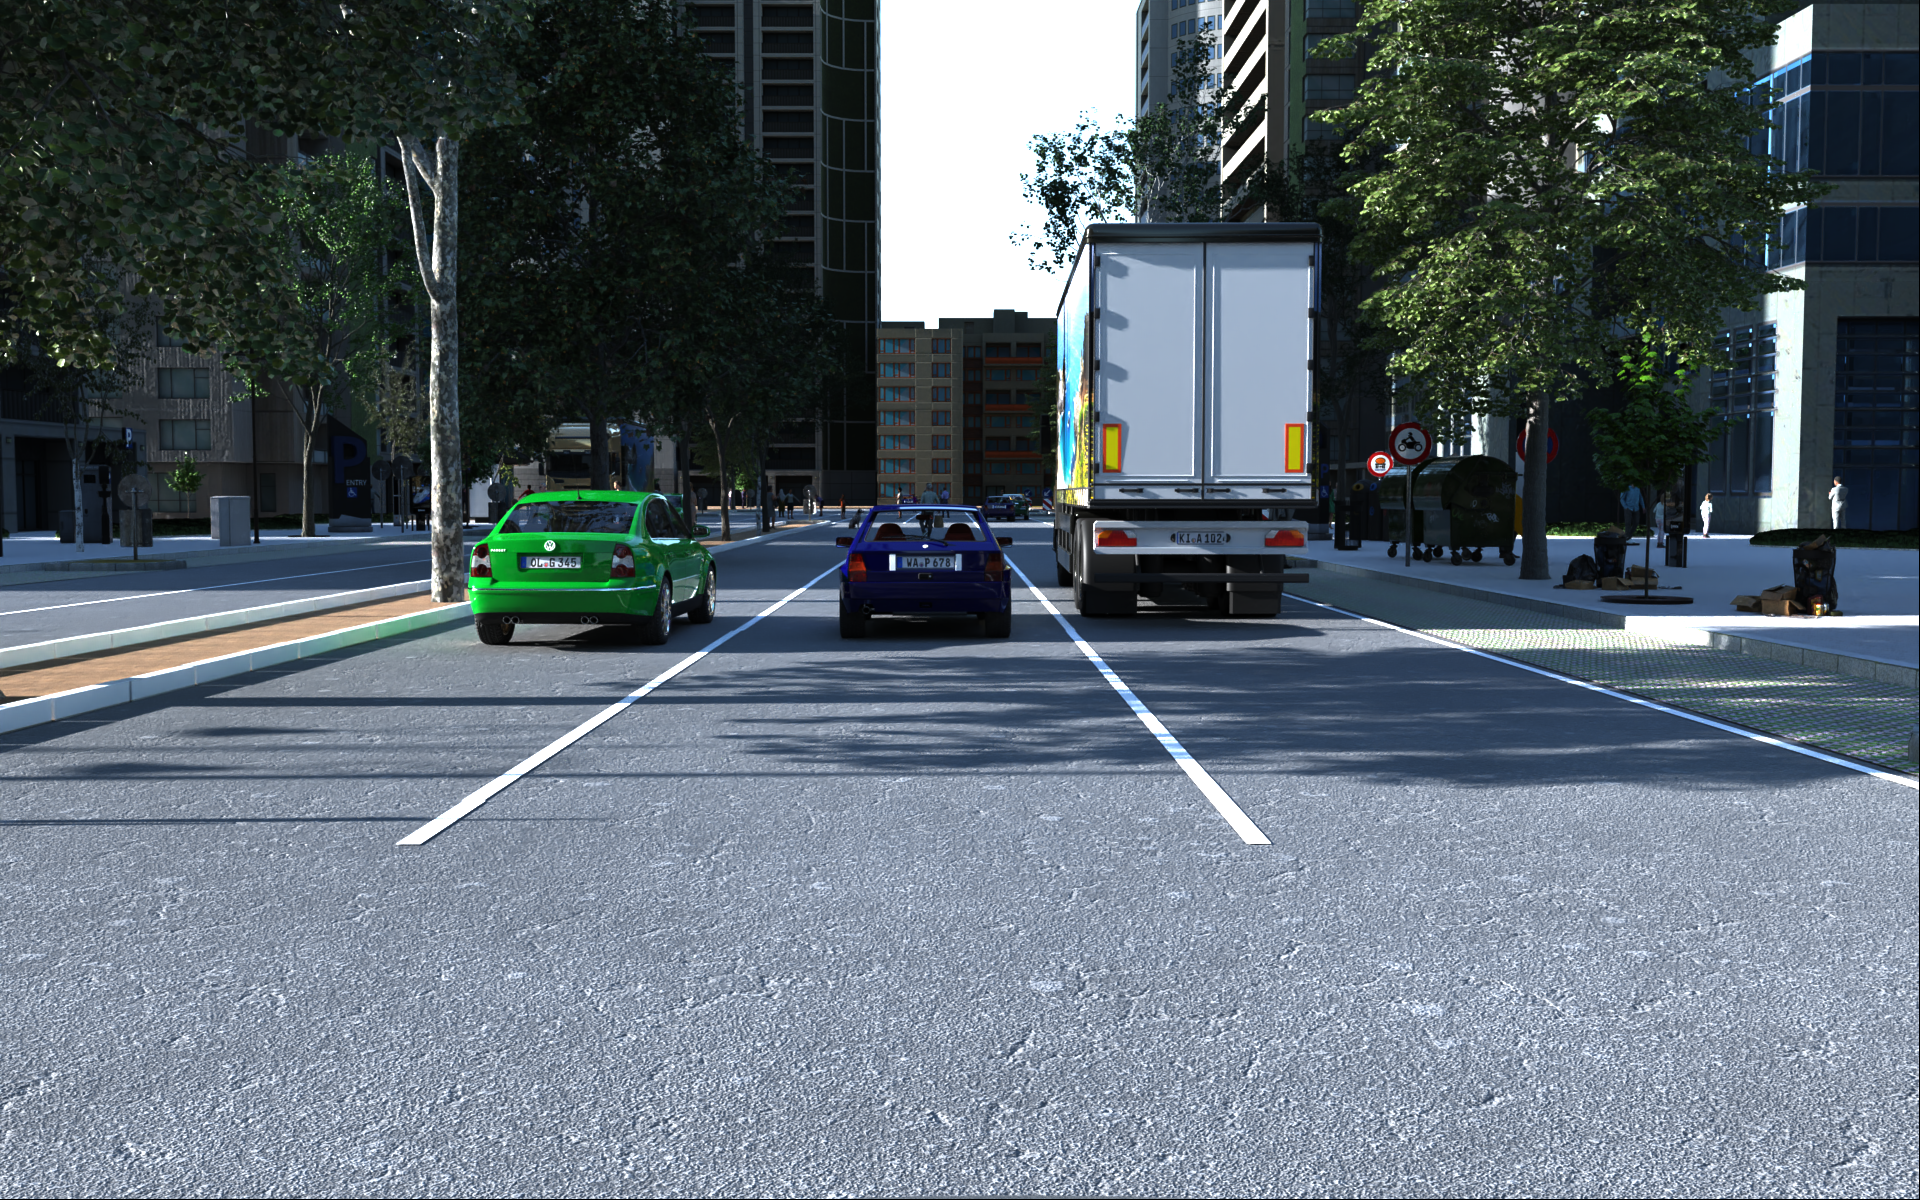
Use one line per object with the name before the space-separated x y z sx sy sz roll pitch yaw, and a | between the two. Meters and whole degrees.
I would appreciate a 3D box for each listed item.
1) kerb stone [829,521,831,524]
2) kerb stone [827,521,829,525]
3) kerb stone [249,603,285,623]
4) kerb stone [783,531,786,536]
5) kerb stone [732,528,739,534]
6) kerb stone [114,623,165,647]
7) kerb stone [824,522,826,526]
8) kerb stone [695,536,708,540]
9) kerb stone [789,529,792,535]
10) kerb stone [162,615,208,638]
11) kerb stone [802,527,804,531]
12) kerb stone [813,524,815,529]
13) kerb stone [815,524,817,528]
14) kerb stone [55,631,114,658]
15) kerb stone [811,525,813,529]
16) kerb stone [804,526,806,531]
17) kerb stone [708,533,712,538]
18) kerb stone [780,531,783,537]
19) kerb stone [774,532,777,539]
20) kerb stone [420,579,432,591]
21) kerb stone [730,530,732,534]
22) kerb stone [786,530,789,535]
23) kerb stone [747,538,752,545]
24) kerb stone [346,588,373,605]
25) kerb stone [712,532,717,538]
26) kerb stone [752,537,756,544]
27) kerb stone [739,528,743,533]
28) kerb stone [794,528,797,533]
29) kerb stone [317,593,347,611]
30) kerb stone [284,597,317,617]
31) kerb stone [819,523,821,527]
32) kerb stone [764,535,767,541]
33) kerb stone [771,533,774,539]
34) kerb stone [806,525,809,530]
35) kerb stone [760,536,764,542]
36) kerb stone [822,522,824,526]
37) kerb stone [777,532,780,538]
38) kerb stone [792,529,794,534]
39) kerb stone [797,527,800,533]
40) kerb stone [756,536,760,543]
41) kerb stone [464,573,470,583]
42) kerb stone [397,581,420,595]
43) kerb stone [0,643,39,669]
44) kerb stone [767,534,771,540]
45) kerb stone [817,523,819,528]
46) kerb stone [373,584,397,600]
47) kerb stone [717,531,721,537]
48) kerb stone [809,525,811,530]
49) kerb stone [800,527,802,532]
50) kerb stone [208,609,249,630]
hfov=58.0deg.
kerb stone | -6.196 -3.539 80.123 0.120 0.150 1.000 0 4 0
kerb stone | -6.194 -3.478 79.094 0.120 0.150 1.000 0 4 0
kerb stone | -7.919 0.160 19.598 0.120 0.150 1.000 0 4 0
kerb stone | -6.067 -2.225 58.568 0.120 0.150 1.000 0 4 0
kerb stone | -8.194 -2.476 62.674 0.120 0.150 1.000 0 4 0
kerb stone | -7.903 0.351 16.525 0.120 0.150 1.000 0 4 0
kerb stone | -6.184 -3.355 77.044 0.120 0.150 1.000 0 4 0
kerb stone | -8.140 -1.975 54.484 0.120 0.150 1.000 0 4 0
kerb stone | -6.080 -2.350 60.612 0.120 0.150 1.000 0 4 0
kerb stone | -7.917 0.285 17.547 0.120 0.150 1.000 0 4 0
kerb stone | -6.112 -2.660 65.749 0.120 0.150 1.000 0 4 0
kerb stone | -6.147 -2.978 70.879 0.120 0.150 1.000 0 4 0
kerb stone | -6.148 -3.037 71.908 0.120 0.150 1.000 0 4 0
kerb stone | -7.900 0.411 15.502 0.120 0.150 1.000 0 4 0
kerb stone | -6.129 -2.915 69.857 0.120 0.150 1.000 0 4 0
kerb stone | -6.120 -2.727 66.779 0.120 0.150 1.000 0 4 0
kerb stone | -8.147 -2.037 55.507 0.120 0.150 1.000 0 4 0
kerb stone | -6.063 -2.162 57.537 0.120 0.150 1.000 0 4 0
kerb stone | -6.039 -2.036 55.480 0.120 0.150 1.000 0 4 0
kerb stone | -7.954 -0.211 25.736 0.120 0.150 1.000 0 4 0
kerb stone | -8.181 -2.347 60.622 0.120 0.150 1.000 0 4 0
kerb stone | -6.076 -2.287 59.590 0.120 0.150 1.000 0 4 0
kerb stone | -5.999 -1.598 48.321 0.120 0.150 1.000 0 4 0
kerb stone | -7.941 -0.029 22.667 0.120 0.150 1.000 0 4 0
kerb stone | -8.155 -2.100 56.529 0.120 0.150 1.000 0 4 0
kerb stone | -6.010 -1.660 49.344 0.120 0.150 1.000 0 4 0
kerb stone | -8.190 -2.538 63.696 0.120 0.150 1.000 0 4 0
kerb stone | -6.099 -2.476 62.677 0.120 0.150 1.000 0 4 0
kerb stone | -7.933 0.036 21.645 0.120 0.150 1.000 0 4 0
kerb stone | -7.930 0.096 20.623 0.120 0.150 1.000 0 4 0
kerb stone | -6.159 -3.154 73.959 0.120 0.150 1.000 0 4 0
kerb stone | -6.028 -1.848 52.411 0.120 0.150 1.000 0 4 0
kerb stone | -6.035 -1.971 54.456 0.120 0.150 1.000 0 4 0
kerb stone | -6.124 -2.790 67.809 0.120 0.150 1.000 0 4 0
kerb stone | -6.017 -1.786 51.389 0.120 0.150 1.000 0 4 0
kerb stone | -6.181 -3.292 76.021 0.120 0.150 1.000 0 4 0
kerb stone | -6.051 -2.098 56.506 0.120 0.150 1.000 0 4 0
kerb stone | -6.091 -2.413 61.645 0.120 0.150 1.000 0 4 0
kerb stone | -6.093 -2.532 63.703 0.120 0.150 1.000 0 4 0
kerb stone | -6.017 -1.717 50.367 0.120 0.150 1.000 0 4 0
kerb stone | -7.966 -0.340 27.780 0.120 0.150 1.000 0 4 0
kerb stone | -7.954 -0.153 24.713 0.120 0.150 1.000 0 4 0
kerb stone | -7.887 0.475 14.474 0.120 0.150 1.000 0 4 0
kerb stone | -6.031 -1.908 53.434 0.120 0.150 1.000 0 4 0
kerb stone | -6.154 -3.101 72.931 0.120 0.150 1.000 0 4 0
kerb stone | -7.951 -0.090 23.690 0.120 0.150 1.000 0 4 0
kerb stone | -8.155 -2.158 57.551 0.120 0.150 1.000 0 4 0
kerb stone | -6.138 -2.848 68.835 0.120 0.150 1.000 0 4 0
kerb stone | -6.106 -2.601 64.725 0.120 0.150 1.000 0 4 0
kerb stone | -7.913 0.221 18.576 0.120 0.150 1.000 0 4 0
